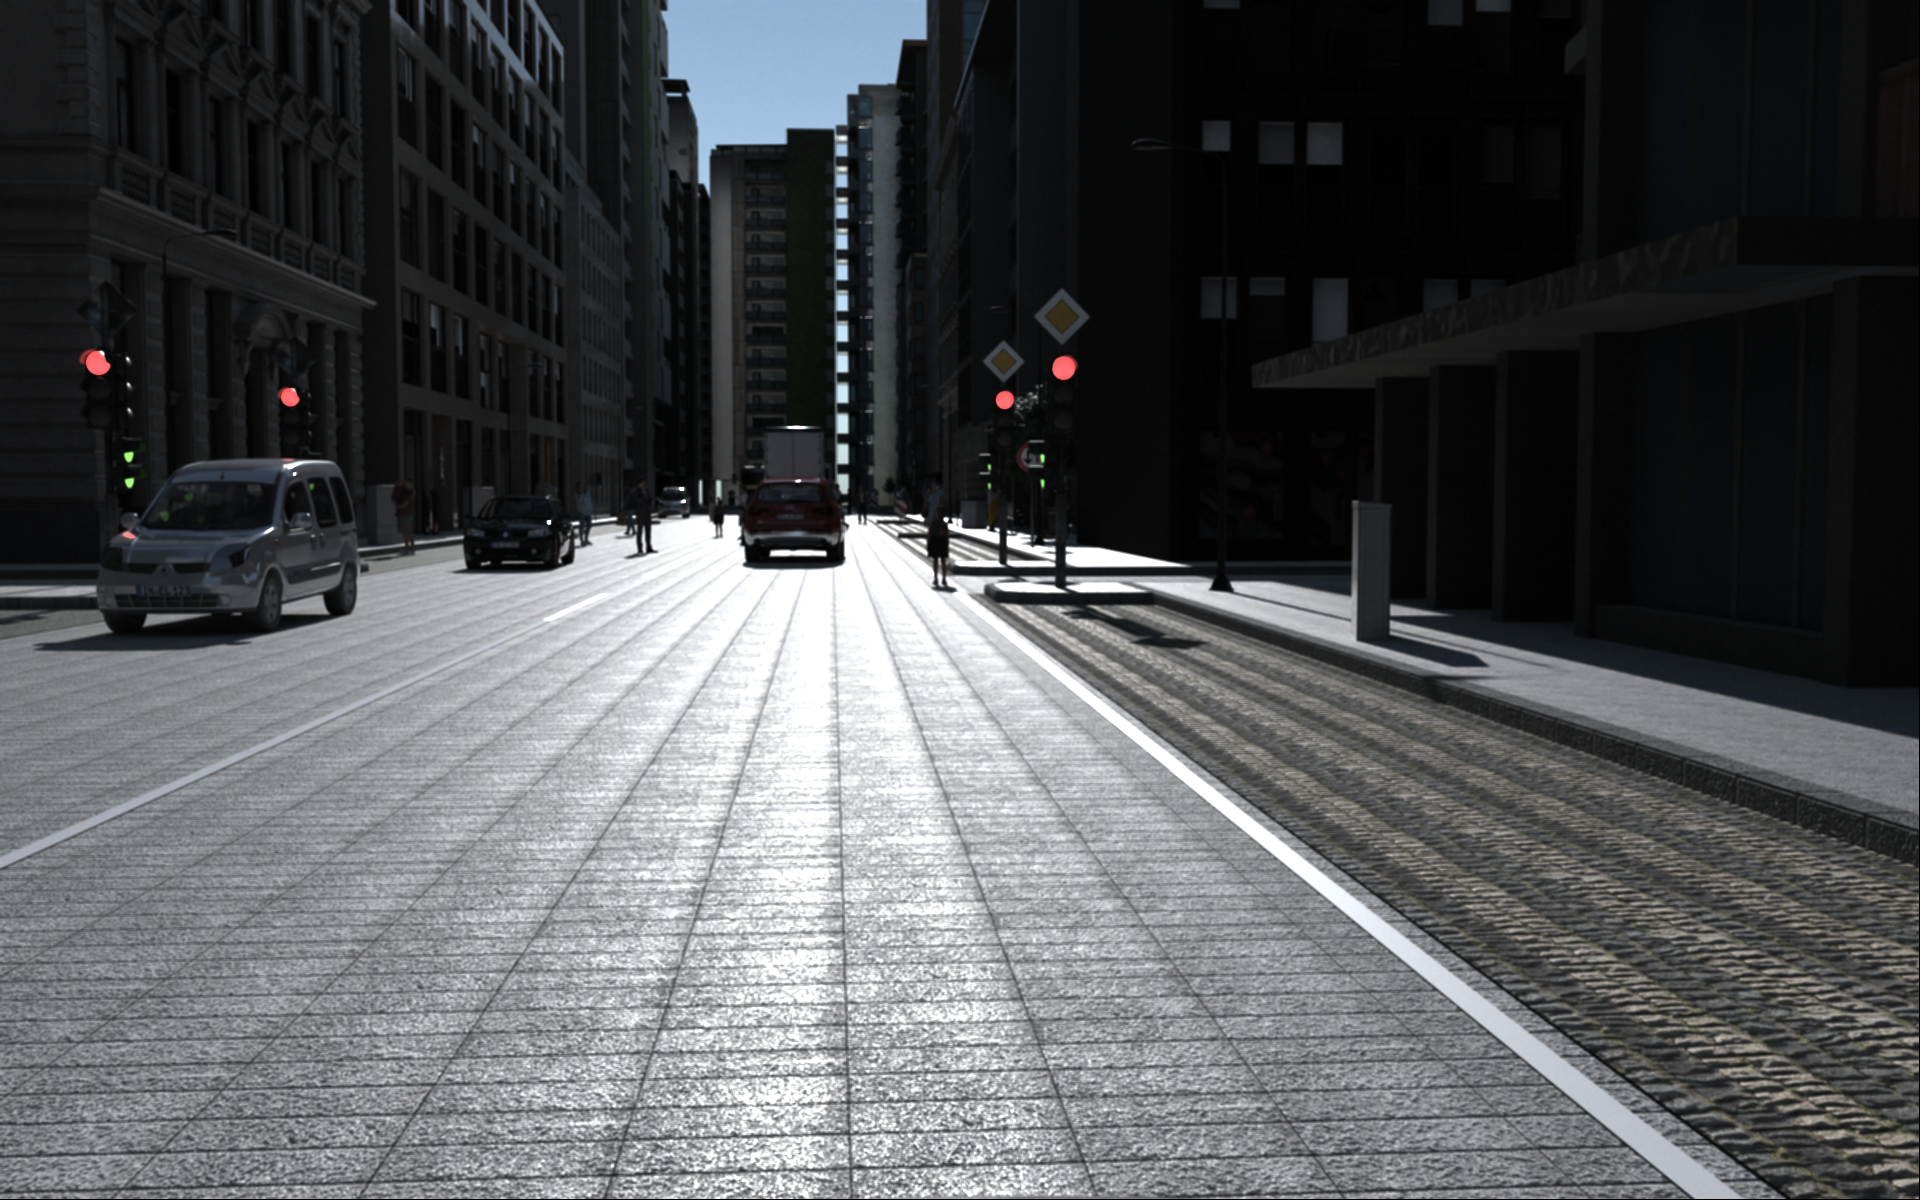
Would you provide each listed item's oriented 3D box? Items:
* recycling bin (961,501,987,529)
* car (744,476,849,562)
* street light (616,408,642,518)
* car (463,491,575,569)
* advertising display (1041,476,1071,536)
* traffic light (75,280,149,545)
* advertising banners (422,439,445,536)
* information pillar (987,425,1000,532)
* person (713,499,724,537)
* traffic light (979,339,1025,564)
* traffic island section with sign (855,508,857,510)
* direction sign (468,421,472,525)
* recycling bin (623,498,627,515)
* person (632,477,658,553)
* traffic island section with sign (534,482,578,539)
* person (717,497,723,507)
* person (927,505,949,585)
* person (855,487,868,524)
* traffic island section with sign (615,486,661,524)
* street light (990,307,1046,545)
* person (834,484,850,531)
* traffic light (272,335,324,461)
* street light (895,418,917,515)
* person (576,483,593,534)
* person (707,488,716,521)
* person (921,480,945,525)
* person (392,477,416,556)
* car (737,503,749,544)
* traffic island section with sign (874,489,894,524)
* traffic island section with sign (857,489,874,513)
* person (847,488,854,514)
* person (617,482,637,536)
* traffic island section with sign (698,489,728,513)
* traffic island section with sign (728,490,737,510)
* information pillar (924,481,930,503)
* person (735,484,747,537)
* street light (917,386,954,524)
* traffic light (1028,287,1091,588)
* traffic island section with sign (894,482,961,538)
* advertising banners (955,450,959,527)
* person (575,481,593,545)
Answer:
[{"bbox_3d":[0.532,-3.196,64.815,0.722,1.027,0.722,3,4,37],"label":"recycling bin"},{"bbox_3d":[-3.598,-1.805,38.191,2.281,1.827,5.304,0,4,-2],"label":"car"},{"bbox_3d":[-17.802,-7.383,93.255,1.470,5.913,1.316,0,4,-4],"label":"street light"},{"bbox_3d":[-8.724,-1.508,34.448,2.009,1.686,4.222,0,4,-6],"label":"car"},{"bbox_3d":[2.915,-2.945,53.365,0.974,1.923,0.123,1,4,9],"label":"advertising display"},{"bbox_3d":[-11.163,-2.069,22.749,0.839,4.253,0.868,0,4,-4],"label":"traffic light"},{"bbox_3d":[-16.496,-3.558,54.367,0.090,3.025,2.074,0,4,2],"label":"advertising banners"},{"bbox_3d":[1.151,-4.150,59.211,0.504,3.616,0.183,-3,5,-45],"label":"information pillar"},{"bbox_3d":[-8.063,-2.730,57.813,0.362,1.253,0.373,0,4,-2],"label":"person"},{"bbox_3d":[0.772,-2.614,31.653,0.839,4.253,0.868,0,4,-4],"label":"traffic light"},{"bbox_3d":[-8.715,-9.269,160.169,1.989,1.847,2.006,0,4,-4],"label":"traffic island section with sign"},{"bbox_3d":[-15.279,-3.796,54.068,0.379,3.537,0.876,-1,4,-20],"label":"direction sign"},{"bbox_3d":[-20.024,-5.667,105.202,0.722,1.027,0.722,-3,5,-40],"label":"recycling bin"},{"bbox_3d":[-7.607,-2.061,42.007,0.447,1.846,0.655,2,4,35],"label":"person"},{"bbox_3d":[-13.298,-2.861,55.403,1.989,1.847,2.006,0,4,-4],"label":"traffic island section with sign"},{"bbox_3d":[-14.644,-5.655,105.644,0.352,1.250,0.332,-2,4,-27],"label":"person"},{"bbox_3d":[-0.349,-0.872,27.432,0.362,1.253,0.373,0,4,-8],"label":"person"},{"bbox_3d":[-4.712,-4.551,83.302,0.661,1.777,0.834,-1,4,-19],"label":"person"},{"bbox_3d":[-15.290,-4.507,82.315,1.989,1.847,2.006,0,4,-4],"label":"traffic island section with sign"},{"bbox_3d":[1.442,-4.320,43.178,1.470,5.913,1.316,0,4,-4],"label":"street light"},{"bbox_3d":[-4.645,-3.592,67.075,0.795,1.843,0.661,0,4,6],"label":"person"},{"bbox_3d":[-11.754,-2.556,30.712,0.839,4.253,0.868,0,4,-4],"label":"traffic light"},{"bbox_3d":[-3.248,-8.170,106.122,1.470,5.913,1.316,0,4,-4],"label":"street light"},{"bbox_3d":[-13.493,-3.267,61.940,0.581,1.822,0.654,1,4,21],"label":"person"},{"bbox_3d":[-13.139,-5.066,91.877,0.362,1.759,0.519,3,4,36],"label":"person"},{"bbox_3d":[-0.704,-2.252,45.412,0.616,1.811,0.778,1,4,11],"label":"person"},{"bbox_3d":[-12.890,-1.942,40.220,0.580,1.828,0.573,0,4,0],"label":"person"},{"bbox_3d":[-5.527,-2.408,51.164,2.131,1.459,4.920,0,4,-6],"label":"car"},{"bbox_3d":[-3.017,-4.583,83.552,1.989,1.847,2.006,0,4,-4],"label":"traffic island section with sign"},{"bbox_3d":[-6.720,-7.624,133.287,1.989,1.847,2.006,0,4,-4],"label":"traffic island section with sign"},{"bbox_3d":[-7.766,-6.956,122.194,0.705,1.831,1.348,-1,4,-23],"label":"person"},{"bbox_3d":[-11.277,-3.083,58.896,0.713,1.824,0.794,2,4,27],"label":"person"},{"bbox_3d":[-19.046,-7.604,132.955,1.989,1.847,2.006,0,4,-4],"label":"traffic island section with sign"},{"bbox_3d":[-21.092,-9.289,160.497,1.989,1.847,2.006,0,4,-4],"label":"traffic island section with sign"},{"bbox_3d":[-1.813,-5.555,95.311,0.304,2.012,0.304,0,4,5],"label":"information pillar"},{"bbox_3d":[-7.278,-2.968,57.601,0.524,1.755,0.480,1,4,9],"label":"person"},{"bbox_3d":[-0.964,-6.239,74.550,1.470,5.913,1.316,0,4,-4],"label":"street light"},{"bbox_3d":[1.363,-2.127,23.690,0.839,4.253,0.868,0,4,-4],"label":"traffic light"},{"bbox_3d":[-1.029,-2.932,56.564,1.989,1.847,2.006,0,4,-4],"label":"traffic island section with sign"},{"bbox_3d":[-0.119,-4.394,68.035,0.090,3.025,2.074,0,4,-2],"label":"advertising banners"},{"bbox_3d":[-10.506,-2.424,48.394,0.793,1.790,0.793,0,4,3],"label":"person"}]
